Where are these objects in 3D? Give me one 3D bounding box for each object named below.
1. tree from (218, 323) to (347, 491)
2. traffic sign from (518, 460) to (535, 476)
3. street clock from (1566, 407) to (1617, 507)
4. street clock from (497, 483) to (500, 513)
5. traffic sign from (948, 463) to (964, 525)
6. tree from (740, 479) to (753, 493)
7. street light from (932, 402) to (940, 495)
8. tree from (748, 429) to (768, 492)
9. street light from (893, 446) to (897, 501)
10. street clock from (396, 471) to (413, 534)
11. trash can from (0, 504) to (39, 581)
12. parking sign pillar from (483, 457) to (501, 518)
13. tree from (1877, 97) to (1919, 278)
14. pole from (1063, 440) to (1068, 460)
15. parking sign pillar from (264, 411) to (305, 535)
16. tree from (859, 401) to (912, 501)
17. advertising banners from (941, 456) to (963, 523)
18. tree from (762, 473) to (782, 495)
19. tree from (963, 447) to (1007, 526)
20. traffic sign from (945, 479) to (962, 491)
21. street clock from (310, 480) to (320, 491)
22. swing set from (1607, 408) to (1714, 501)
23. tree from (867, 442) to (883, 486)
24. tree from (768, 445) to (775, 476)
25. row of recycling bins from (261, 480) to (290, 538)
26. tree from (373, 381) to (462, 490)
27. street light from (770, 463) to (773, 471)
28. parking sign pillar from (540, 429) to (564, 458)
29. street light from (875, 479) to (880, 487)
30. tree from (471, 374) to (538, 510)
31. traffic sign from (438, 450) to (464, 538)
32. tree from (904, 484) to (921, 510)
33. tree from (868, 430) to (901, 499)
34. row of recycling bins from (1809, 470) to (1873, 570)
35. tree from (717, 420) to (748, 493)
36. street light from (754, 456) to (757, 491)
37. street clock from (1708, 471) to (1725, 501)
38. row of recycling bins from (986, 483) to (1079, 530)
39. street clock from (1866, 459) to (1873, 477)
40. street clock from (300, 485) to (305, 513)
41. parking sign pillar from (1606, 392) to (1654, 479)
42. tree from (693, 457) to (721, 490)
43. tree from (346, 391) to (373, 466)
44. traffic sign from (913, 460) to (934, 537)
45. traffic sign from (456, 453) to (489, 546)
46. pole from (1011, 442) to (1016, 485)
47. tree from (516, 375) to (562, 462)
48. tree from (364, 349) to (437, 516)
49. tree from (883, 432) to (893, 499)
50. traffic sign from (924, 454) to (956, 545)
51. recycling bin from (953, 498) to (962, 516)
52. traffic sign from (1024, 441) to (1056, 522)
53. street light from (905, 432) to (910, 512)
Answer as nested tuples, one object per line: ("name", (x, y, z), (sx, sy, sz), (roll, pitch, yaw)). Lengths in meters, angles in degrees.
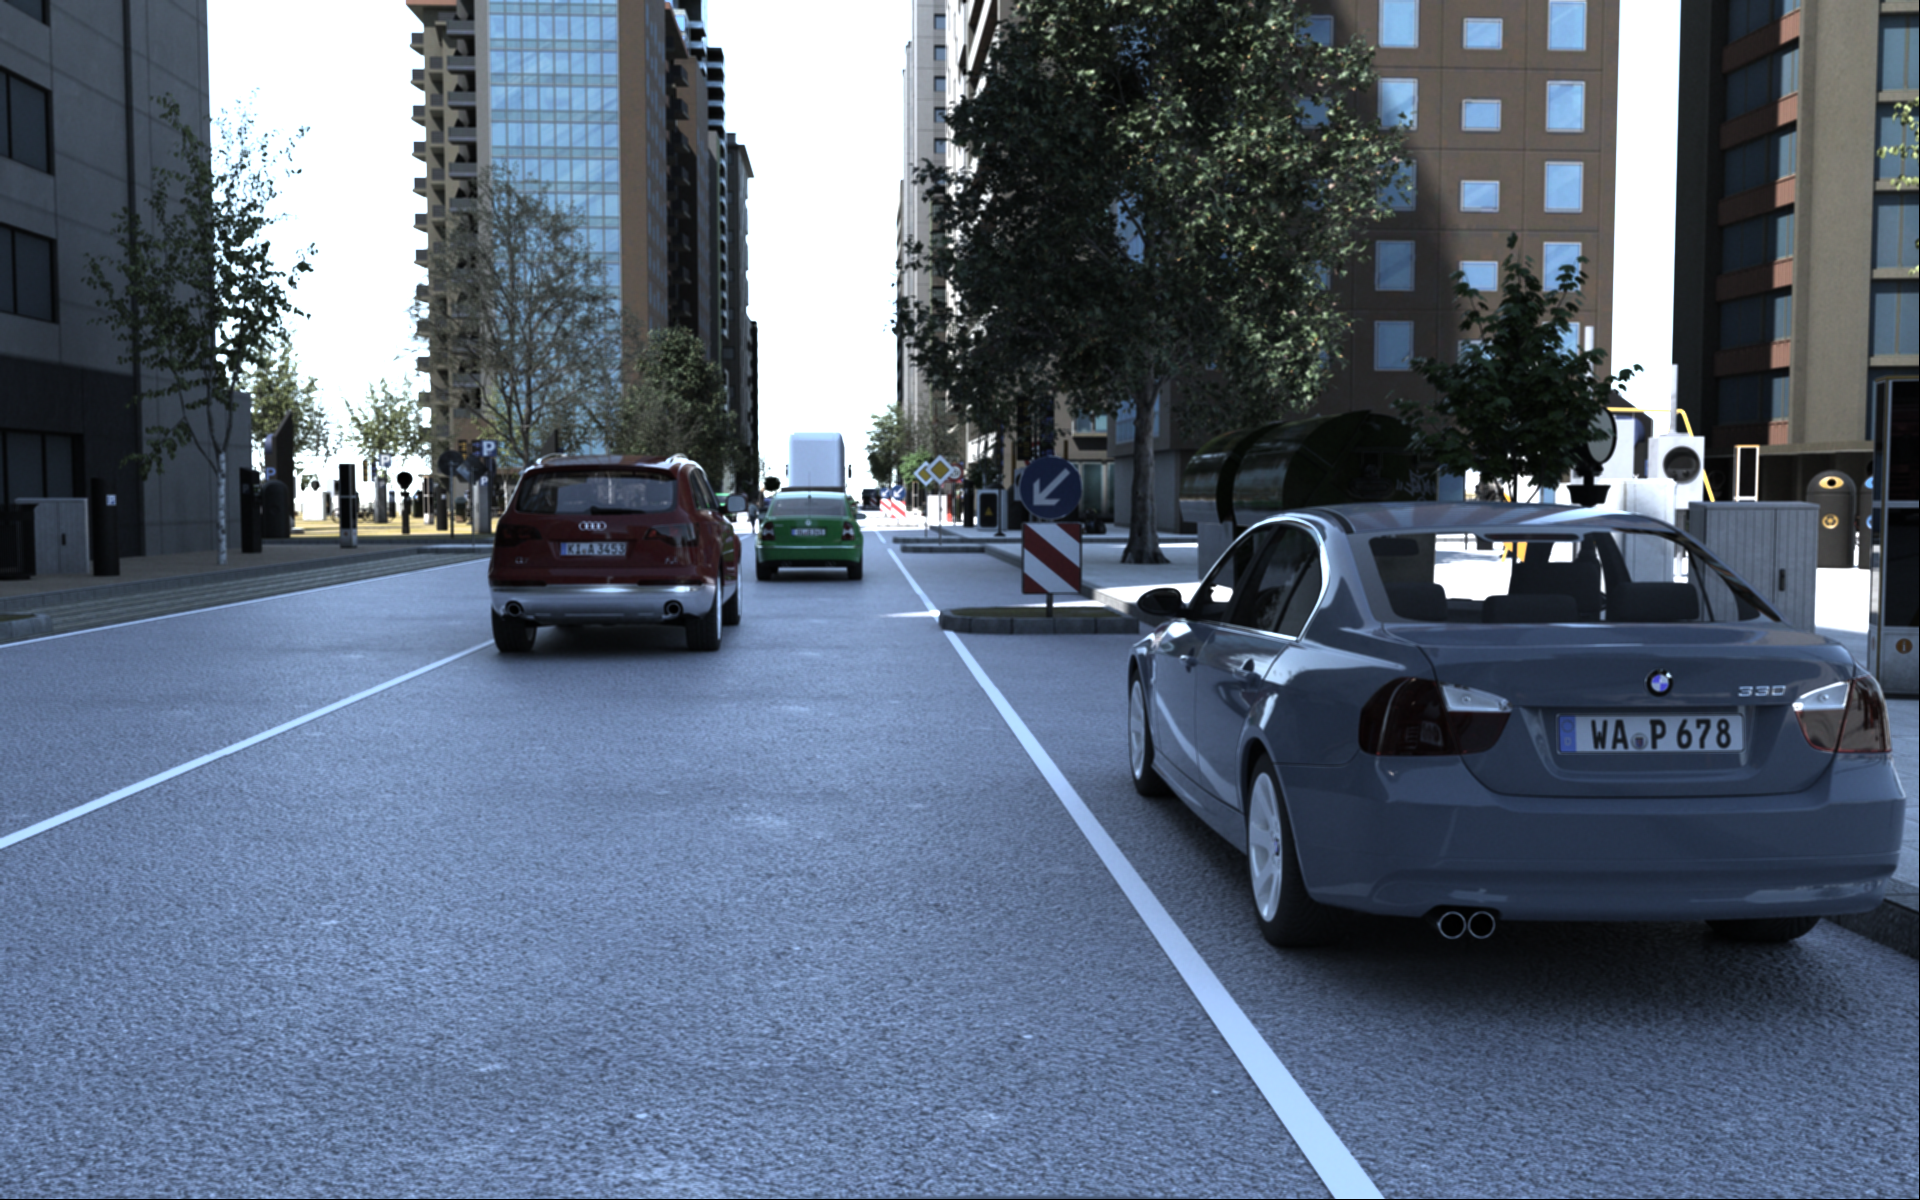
("tree", (-28.942, -7.474, 72.566), (4.360, 8.622, 3.978), (0, 3, 0))
("traffic sign", (-12.533, -2.878, 50.701), (0.795, 2.450, 0.064), (0, 4, -4))
("street clock", (5.241, -0.605, 14.461), (0.471, 2.002, 0.358), (-3, 5, -39))
("street clock", (-29.129, -6.373, 108.773), (0.471, 2.002, 0.358), (-2, 4, -28))
("traffic sign", (-0.227, -4.356, 71.327), (0.768, 2.556, 0.104), (0, 4, 0))
("tree", (-24.935, -12.571, 200.134), (1.663, 3.219, 1.824), (0, 3, 0))
("street light", (-1.213, -6.988, 87.045), (0.468, 5.910, 1.993), (0, 4, -4))
("tree", (-23.011, -14.114, 181.122), (4.360, 8.622, 3.978), (0, 3, 0))
("street light", (-6.080, -11.610, 162.614), (0.468, 5.910, 1.993), (0, 4, -4))
("street clock", (-17.731, -3.107, 55.364), (0.471, 2.002, 0.358), (0, 4, 1))
("trash can", (-14.163, -0.870, 25.875), (0.748, 1.137, 0.748), (0, 3, 0))
("parking sign pillar", (-25.609, -6.475, 94.339), (1.447, 3.967, 1.447), (0, 4, -1))
("tree", (12.066, -4.191, 18.887), (4.737, 8.622, 4.395), (0, 3, 0))
("pole", (3.985, -4.383, 65.505), (0.158, 3.312, 0.155), (0, 3, 0))
("parking sign pillar", (-21.738, -4.087, 55.295), (1.447, 3.967, 1.447), (0, 4, 1))
("tree", (-8.339, -17.837, 209.758), (7.486, 12.596, 7.792), (0, 3, 0))
("advertising banners", (-0.443, -5.012, 78.135), (0.090, 3.025, 2.074), (-2, 4, -31))
("tree", (-28.813, -17.212, 265.135), (4.285, 4.588, 4.351), (0, 3, 0))
("tree", (1.072, -4.607, 69.919), (1.663, 3.219, 1.824), (0, 3, 0))
("traffic sign", (-0.359, -4.843, 79.189), (0.884, 2.594, 0.081), (0, 4, 1))
("street clock", (-33.892, -5.291, 91.080), (0.471, 2.002, 0.358), (2, 4, 26))
("swing set", (12.103, -2.081, 31.642), (3.119, 2.851, 2.862), (-1, 4, -21))
("tree", (-10.145, -16.969, 227.808), (4.360, 8.622, 3.978), (0, 3, 0))
("tree", (-27.607, -17.674, 239.334), (4.360, 8.622, 3.978), (0, 3, 0))
("row of recycling bins", (-21.298, -2.670, 50.767), (3.534, 1.692, 1.069), (1, 4, 12))
("tree", (-34.611, -9.881, 111.917), (4.360, 8.622, 3.978), (0, 3, 0))
("street light", (-27.222, -16.916, 249.355), (0.468, 5.910, 1.993), (0, 4, -4))
("parking sign pillar", (-17.101, -5.146, 72.617), (1.447, 3.967, 1.447), (-3, 5, -42))
("street light", (-13.935, -19.128, 285.529), (0.468, 5.910, 1.993), (0, 4, -4))
("tree", (-27.476, -9.442, 104.731), (4.737, 8.622, 4.395), (0, 3, 0))
("traffic sign", (-14.755, -3.067, 50.259), (0.768, 2.556, 0.104), (0, 4, -1))
("tree", (-3.778, -9.011, 141.929), (1.663, 3.219, 1.824), (0, 3, 0))
("tree", (-8.417, -15.140, 197.900), (4.737, 8.622, 4.395), (0, 3, 0))
("row of recycling bins", (15.854, -1.335, 28.937), (1.069, 1.692, 3.534), (-2, 4, -32))
("tree", (-21.936, -12.620, 156.698), (4.360, 8.622, 3.978), (0, 3, 0))
("street light", (-24.812, -14.532, 210.389), (0.468, 5.910, 1.993), (0, 4, -4))
("street clock", (23.849, -3.064, 54.669), (0.471, 2.002, 0.358), (1, 4, 15))
("row of recycling bins", (2.555, -3.366, 62.153), (3.534, 1.692, 1.069), (1, 4, 18))
("street clock", (18.538, -1.857, 34.931), (0.358, 2.002, 0.471), (-2, 4, -33))
("street clock", (-44.503, -6.898, 117.354), (0.358, 2.002, 0.471), (0, 4, -6))
("parking sign pillar", (16.399, -3.319, 42.731), (1.447, 3.967, 1.447), (-3, 4, -37))
("tree", (-21.108, -9.688, 142.115), (4.285, 4.588, 4.351), (0, 3, 0))
("tree", (-39.066, -9.519, 106.005), (4.360, 8.622, 3.978), (0, 3, 0))
("traffic sign", (-1.011, -2.922, 51.414), (0.795, 2.450, 0.064), (0, 4, -4))
("traffic sign", (-12.024, -2.391, 42.732), (0.795, 2.450, 0.064), (0, 4, -4))
("pole", (2.086, -4.497, 67.370), (0.158, 3.312, 0.155), (0, 3, 0))
("tree", (-21.447, -8.776, 93.852), (4.360, 8.622, 3.978), (0, 3, 0))
("tree", (-29.230, -8.353, 86.933), (4.737, 8.622, 4.395), (0, 3, 0))
("tree", (-3.390, -11.276, 134.730), (4.360, 8.622, 3.978), (0, 3, 0))
("traffic sign", (-0.502, -2.434, 43.445), (0.795, 2.450, 0.064), (0, 4, -4))
("recycling bin", (-0.314, -5.471, 102.012), (0.722, 1.027, 0.722), (-1, 4, -9))
("traffic sign", (1.887, -2.515, 41.226), (0.768, 2.556, 0.104), (0, 4, -3))
("street light", (-3.794, -9.378, 126.120), (0.468, 5.910, 1.993), (0, 4, -4))
